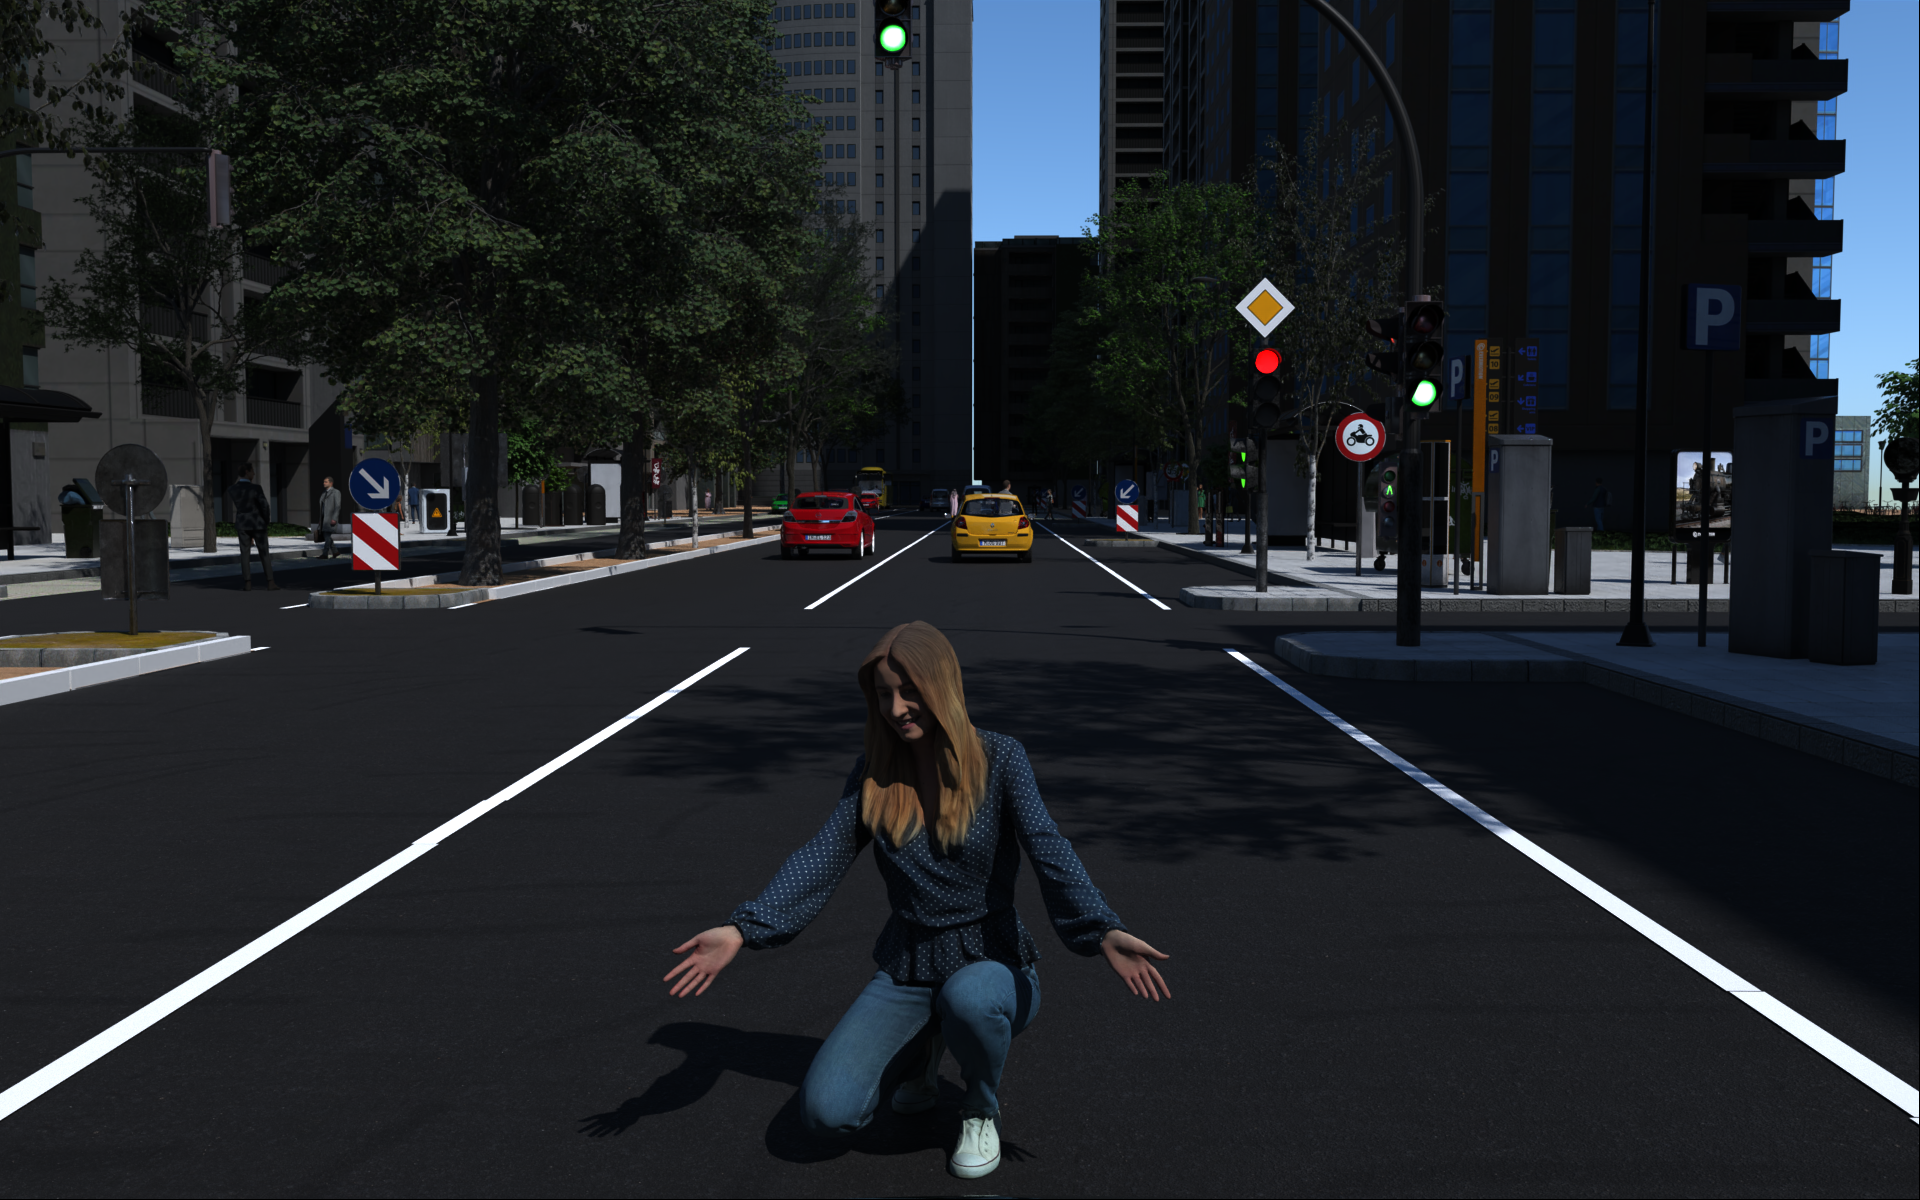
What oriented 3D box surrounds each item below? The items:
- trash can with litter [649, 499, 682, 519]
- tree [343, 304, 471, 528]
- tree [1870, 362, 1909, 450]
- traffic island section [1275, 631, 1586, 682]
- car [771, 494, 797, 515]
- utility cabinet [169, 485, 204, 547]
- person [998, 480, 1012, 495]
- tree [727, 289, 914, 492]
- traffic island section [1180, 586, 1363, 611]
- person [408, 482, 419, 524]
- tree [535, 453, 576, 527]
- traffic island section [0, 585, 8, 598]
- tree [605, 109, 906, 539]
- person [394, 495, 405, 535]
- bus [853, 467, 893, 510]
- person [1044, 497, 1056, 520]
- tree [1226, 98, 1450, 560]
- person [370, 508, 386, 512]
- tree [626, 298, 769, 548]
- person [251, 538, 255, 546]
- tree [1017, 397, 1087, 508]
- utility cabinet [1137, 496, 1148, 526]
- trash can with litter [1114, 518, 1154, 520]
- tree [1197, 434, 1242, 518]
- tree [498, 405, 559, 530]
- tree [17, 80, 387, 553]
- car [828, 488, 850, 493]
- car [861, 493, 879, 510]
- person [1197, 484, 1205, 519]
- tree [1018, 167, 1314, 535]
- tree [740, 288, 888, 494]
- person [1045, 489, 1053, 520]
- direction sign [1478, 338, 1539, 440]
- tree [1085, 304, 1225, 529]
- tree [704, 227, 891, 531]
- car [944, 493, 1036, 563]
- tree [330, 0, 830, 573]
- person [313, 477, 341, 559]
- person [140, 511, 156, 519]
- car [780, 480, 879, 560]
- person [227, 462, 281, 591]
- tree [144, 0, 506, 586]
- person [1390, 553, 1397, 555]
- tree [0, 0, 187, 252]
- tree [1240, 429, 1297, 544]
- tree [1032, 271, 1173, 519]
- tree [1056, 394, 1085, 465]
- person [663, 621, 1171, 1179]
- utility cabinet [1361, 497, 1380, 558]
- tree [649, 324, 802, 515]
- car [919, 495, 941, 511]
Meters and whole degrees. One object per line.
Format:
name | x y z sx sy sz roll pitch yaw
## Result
trash can with litter | -15.639 -4.836 90.120 2.233 1.210 1.678 3 5 41
tree | -21.086 -7.045 65.545 4.737 8.622 4.395 0 3 0
tree | 17.422 -2.795 29.409 4.285 4.588 4.351 0 3 0
traffic island section | 3.811 0.464 14.691 2.009 0.180 2.903 0 4 1
car | -12.044 -6.852 120.825 1.959 1.807 4.718 0 4 2
utility cabinet | -18.434 -2.007 41.485 0.318 1.500 1.173 0 4 8
person | 1.281 -2.279 45.960 0.583 1.804 0.606 -3 5 -44
tree | -6.153 -8.456 75.118 8.767 10.594 7.601 0 4 1
traffic island section | 3.968 -0.024 22.674 2.009 0.180 2.903 0 4 1
person | -23.387 -4.165 74.329 0.721 1.800 0.419 -1 4 -15
tree | -16.149 -4.512 68.374 1.663 3.219 1.824 0 3 0
traffic island section | -14.170 -0.046 23.035 2.009 0.180 2.903 0 4 1
tree | -6.758 -8.690 54.907 12.009 13.543 11.850 0 3 0
person | -17.388 -2.632 53.748 0.373 1.253 0.362 -2 4 -30
bus | -7.930 -10.366 161.028 2.896 3.916 12.252 0 4 2
person | 4.922 -5.021 94.871 0.640 1.303 0.475 0 4 2
tree | 7.025 -5.076 33.361 4.360 8.622 3.978 0 3 0
person | -26.055 -4.374 77.662 0.694 1.812 0.767 -2 4 -35
tree | -6.936 -5.645 45.112 4.737 8.622 4.395 0 3 0
person | -17.504 -2.218 42.532 0.478 1.798 0.641 -2 4 -35
tree | 8.693 -13.820 160.374 7.601 10.594 8.767 -2 4 -28
utility cabinet | 7.445 -3.634 70.575 0.306 1.237 1.020 1 4 14
trash can with litter | 8.677 -4.519 84.939 2.233 1.210 1.678 2 4 31
tree | 14.599 -6.764 94.312 4.285 4.588 4.351 0 3 0
tree | -16.200 -4.841 62.871 4.285 4.588 4.351 0 3 0
tree | -16.359 -6.334 37.973 8.767 10.594 7.601 0 4 8
car | -8.272 -6.703 118.265 2.281 1.827 5.304 0 4 2
car | -8.134 -8.772 152.469 2.155 1.783 4.494 0 4 1
person | 12.366 -5.061 89.033 0.600 1.795 0.529 1 4 10
tree | 7.398 -7.882 54.619 9.928 11.665 9.643 0 3 0
tree | -12.785 -17.172 136.648 12.611 20.169 13.585 0 3 0
person | 4.995 -5.348 96.940 0.522 1.701 0.512 -2 4 -33
direction sign | 7.954 -2.031 25.209 0.876 3.537 0.379 0 4 0
tree | 7.198 -6.868 62.648 4.737 8.622 4.395 0 3 0
tree | -6.427 -8.442 66.242 9.928 11.665 9.643 0 3 0
car | 0.655 -1.663 37.409 2.015 1.641 3.980 0 4 0
tree | -7.208 -7.857 37.570 9.857 13.997 8.962 0 3 0
person | -13.898 -1.800 38.035 0.694 1.812 0.767 2 4 35
person | -25.670 -2.988 54.754 0.748 1.841 0.638 0 4 8
car | -2.950 -1.846 39.219 2.155 1.783 4.494 0 4 2
person | -10.492 -1.091 25.700 0.648 1.900 0.474 0 4 -3
tree | -7.501 -7.198 26.803 9.857 13.997 8.962 0 3 0
person | 9.024 -1.871 36.599 0.622 1.834 0.822 -2 4 -27
tree | -7.595 -3.602 11.705 4.360 8.622 3.978 0 3 0
tree | 7.929 -3.047 44.424 1.663 3.219 1.824 0 3 0
tree | 7.410 -10.441 88.845 7.486 12.596 7.792 0 3 0
tree | 8.425 -9.760 109.945 4.737 8.622 4.395 0 3 0
person | -0.008 0.629 3.710 1.012 1.151 0.738 1 4 23
utility cabinet | 8.372 -1.472 35.233 0.306 1.237 1.020 2 4 24
tree | -15.118 -11.722 108.663 9.611 12.733 9.660 0 3 0
car | -2.516 -8.273 147.849 1.945 1.354 3.894 0 4 2
